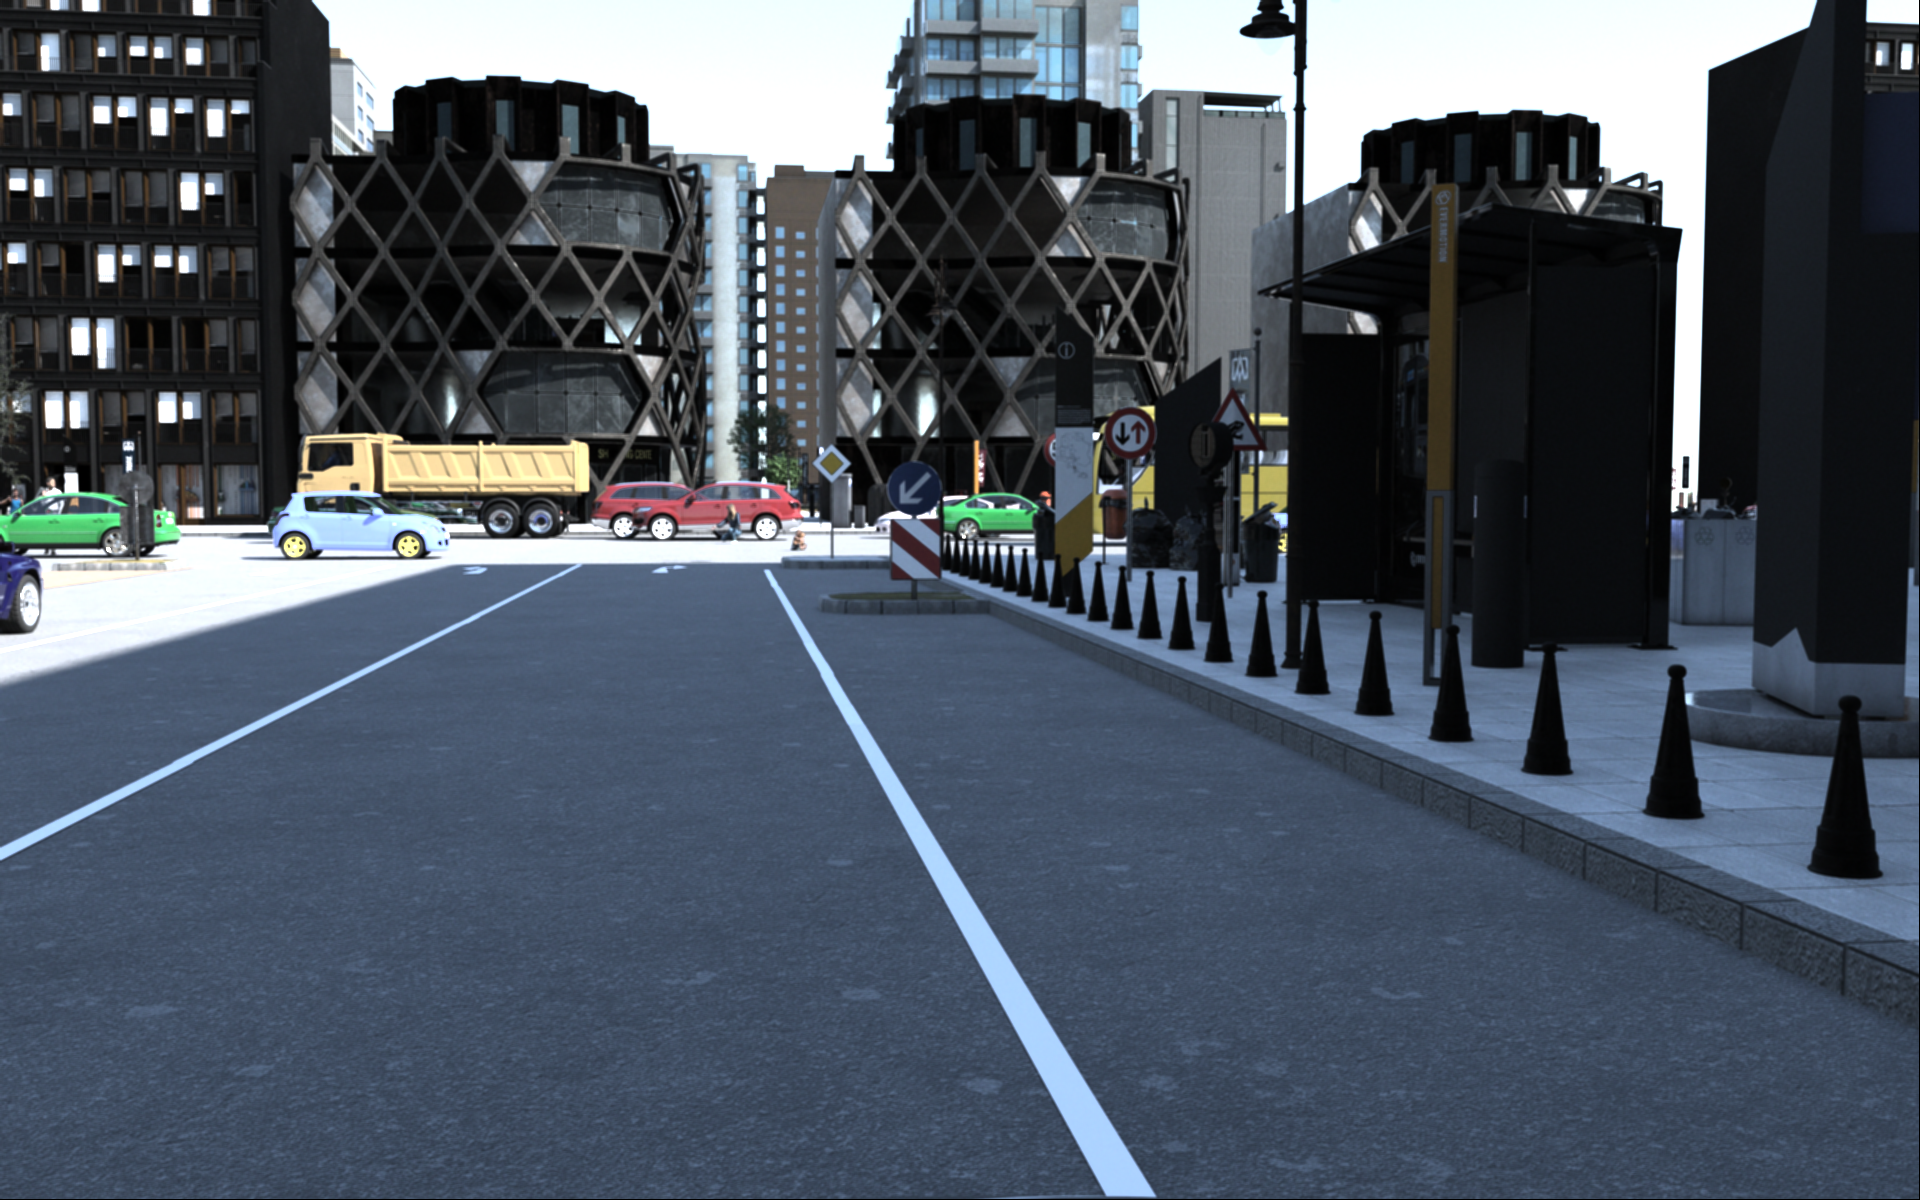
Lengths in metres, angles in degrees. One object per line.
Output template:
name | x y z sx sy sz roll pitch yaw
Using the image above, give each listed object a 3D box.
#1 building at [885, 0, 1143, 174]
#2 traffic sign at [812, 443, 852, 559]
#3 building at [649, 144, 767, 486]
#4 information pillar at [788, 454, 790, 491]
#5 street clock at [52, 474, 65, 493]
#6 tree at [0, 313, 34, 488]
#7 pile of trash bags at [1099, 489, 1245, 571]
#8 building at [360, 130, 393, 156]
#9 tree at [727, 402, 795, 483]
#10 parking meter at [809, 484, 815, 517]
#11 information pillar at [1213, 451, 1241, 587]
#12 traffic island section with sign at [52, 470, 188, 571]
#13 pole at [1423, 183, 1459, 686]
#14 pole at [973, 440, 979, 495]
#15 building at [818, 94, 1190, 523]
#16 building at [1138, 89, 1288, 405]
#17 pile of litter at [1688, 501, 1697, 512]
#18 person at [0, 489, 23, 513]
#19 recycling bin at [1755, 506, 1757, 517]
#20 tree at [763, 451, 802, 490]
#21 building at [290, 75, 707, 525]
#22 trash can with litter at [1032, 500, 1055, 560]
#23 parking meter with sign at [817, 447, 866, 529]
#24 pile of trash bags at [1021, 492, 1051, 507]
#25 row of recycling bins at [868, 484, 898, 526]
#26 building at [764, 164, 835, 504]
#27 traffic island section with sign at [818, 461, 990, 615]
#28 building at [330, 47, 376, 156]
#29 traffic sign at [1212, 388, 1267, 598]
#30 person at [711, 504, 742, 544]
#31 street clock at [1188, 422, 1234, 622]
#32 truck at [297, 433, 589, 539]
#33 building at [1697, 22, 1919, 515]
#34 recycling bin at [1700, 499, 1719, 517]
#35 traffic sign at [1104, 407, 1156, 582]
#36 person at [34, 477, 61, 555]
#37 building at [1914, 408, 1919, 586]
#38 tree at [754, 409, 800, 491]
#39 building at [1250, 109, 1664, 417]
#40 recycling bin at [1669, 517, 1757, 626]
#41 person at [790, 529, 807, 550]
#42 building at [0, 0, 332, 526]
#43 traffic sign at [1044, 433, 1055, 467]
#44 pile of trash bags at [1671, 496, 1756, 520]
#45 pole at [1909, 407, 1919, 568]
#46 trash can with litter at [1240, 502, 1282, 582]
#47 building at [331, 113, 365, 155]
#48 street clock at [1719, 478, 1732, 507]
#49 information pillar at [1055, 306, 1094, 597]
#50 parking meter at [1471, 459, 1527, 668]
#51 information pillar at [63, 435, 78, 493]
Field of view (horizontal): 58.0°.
building | 4.547 -33.569 168.457 23.786 49.044 30.456 0 4 -8
traffic sign | -2.546 -1.881 34.398 0.795 2.450 0.064 0 4 -8
building | -42.276 -37.934 239.831 30.456 49.044 23.786 0 4 -8
information pillar | -9.940 -6.678 100.537 0.183 3.616 0.504 0 4 -7
street clock | -33.316 -3.639 64.061 0.358 2.002 0.471 0 4 6
tree | -37.062 -7.052 65.666 4.360 8.622 3.978 0 3 0
pile of trash bags | 3.629 -1.278 30.655 1.912 1.369 3.447 -2 4 -34
building | -67.857 -37.378 234.826 21.600 48.544 21.300 0 4 -8
tree | -22.214 -16.378 193.527 9.928 11.665 9.643 0 3 0
parking meter | -8.308 -5.600 97.277 0.255 1.863 0.399 0 4 1
information pillar | 3.704 -1.202 24.146 0.304 2.012 0.304 -2 4 -35
traffic island section with sign | -15.845 -1.514 32.897 2.006 1.907 1.989 0 4 -8
pole | 3.204 -1.082 11.530 0.158 3.312 0.155 0 3 0
pole | 0.614 -4.412 65.986 0.158 3.312 0.155 0 3 0
building | 2.099 -13.138 82.257 16.811 18.784 16.820 0 4 -8
building | 24.837 -30.307 179.120 14.086 41.232 14.154 0 4 -8
pile of litter | 43.965 -5.504 103.960 1.719 0.858 1.176 3 4 36
person | -28.178 -2.519 51.561 0.662 1.594 0.647 2 4 30
recycling bin | 17.802 -1.533 37.619 0.722 1.027 0.722 -1 4 -16
tree | -13.389 -9.008 130.997 4.285 4.588 4.351 0 3 0
building | -20.045 -12.928 78.824 16.811 18.784 16.820 0 4 -8
trash can with litter | 1.936 -1.370 33.790 1.055 1.170 0.624 1 4 12
parking meter with sign | -4.378 -4.155 64.199 1.738 3.016 0.543 1 4 13
pile of trash bags | 2.918 -3.630 69.101 1.912 1.369 3.447 1 4 21
row of recycling bins | -2.649 -3.723 67.990 1.069 1.692 3.534 -2 4 -27
building | -19.540 -35.999 238.688 14.200 45.320 14.600 0 4 -8
traffic island section with sign | -0.751 -0.792 21.575 1.989 1.847 2.006 0 4 -8
building | -92.476 -42.116 230.601 28.212 58.520 21.231 0 4 -8
traffic sign | 3.336 -1.305 21.334 0.884 2.594 0.081 0 4 -6
person | -6.591 -2.207 50.087 1.012 1.151 0.738 3 5 40
street clock | 2.510 -0.785 17.399 0.358 2.002 0.471 -2 4 -28
truck | -17.106 -3.679 56.070 9.791 3.379 3.469 0 4 -6
building | 47.686 -15.679 86.031 15.834 23.373 12.332 0 4 -8
recycling bin | 36.626 -4.409 84.636 0.722 1.027 0.722 2 4 35
traffic sign | 2.482 -1.544 25.352 0.768 2.556 0.104 0 4 -4
person | -21.618 -1.986 41.064 0.679 1.850 0.850 -2 4 -28
building | 24.099 -13.874 3.260 17.030 29.872 44.131 0 4 -8
tree | -15.715 -12.179 149.492 4.360 8.622 3.978 0 3 0
building | 24.924 -13.322 85.259 16.811 18.784 16.820 0 4 -8
recycling bin | 7.486 -0.282 17.171 0.722 1.027 0.722 1 4 11
person | -4.110 -1.530 43.992 0.357 0.543 0.381 2 4 27
building | -36.519 -14.983 74.650 15.834 23.373 12.332 0 4 -8
traffic sign | 2.068 -2.136 35.036 0.768 2.556 0.104 0 4 -2
pile of trash bags | 14.015 -1.300 31.012 3.447 1.369 1.912 1 4 12
pole | 16.573 -2.217 30.090 0.158 3.312 0.155 0 3 0
trash can with litter | 4.149 -0.848 25.254 1.055 1.170 0.624 1 4 18
building | -68.579 -28.530 158.340 23.993 40.220 32.217 0 4 -8
street clock | 34.214 -4.458 77.453 0.471 2.002 0.358 2 4 32
information pillar | 1.407 -1.846 21.542 0.504 3.616 0.183 1 4 9
parking meter | 4.011 -0.273 12.879 0.372 1.533 0.369 0 3 0
information pillar | -35.258 -4.729 68.666 0.504 3.616 0.183 0 4 -6
